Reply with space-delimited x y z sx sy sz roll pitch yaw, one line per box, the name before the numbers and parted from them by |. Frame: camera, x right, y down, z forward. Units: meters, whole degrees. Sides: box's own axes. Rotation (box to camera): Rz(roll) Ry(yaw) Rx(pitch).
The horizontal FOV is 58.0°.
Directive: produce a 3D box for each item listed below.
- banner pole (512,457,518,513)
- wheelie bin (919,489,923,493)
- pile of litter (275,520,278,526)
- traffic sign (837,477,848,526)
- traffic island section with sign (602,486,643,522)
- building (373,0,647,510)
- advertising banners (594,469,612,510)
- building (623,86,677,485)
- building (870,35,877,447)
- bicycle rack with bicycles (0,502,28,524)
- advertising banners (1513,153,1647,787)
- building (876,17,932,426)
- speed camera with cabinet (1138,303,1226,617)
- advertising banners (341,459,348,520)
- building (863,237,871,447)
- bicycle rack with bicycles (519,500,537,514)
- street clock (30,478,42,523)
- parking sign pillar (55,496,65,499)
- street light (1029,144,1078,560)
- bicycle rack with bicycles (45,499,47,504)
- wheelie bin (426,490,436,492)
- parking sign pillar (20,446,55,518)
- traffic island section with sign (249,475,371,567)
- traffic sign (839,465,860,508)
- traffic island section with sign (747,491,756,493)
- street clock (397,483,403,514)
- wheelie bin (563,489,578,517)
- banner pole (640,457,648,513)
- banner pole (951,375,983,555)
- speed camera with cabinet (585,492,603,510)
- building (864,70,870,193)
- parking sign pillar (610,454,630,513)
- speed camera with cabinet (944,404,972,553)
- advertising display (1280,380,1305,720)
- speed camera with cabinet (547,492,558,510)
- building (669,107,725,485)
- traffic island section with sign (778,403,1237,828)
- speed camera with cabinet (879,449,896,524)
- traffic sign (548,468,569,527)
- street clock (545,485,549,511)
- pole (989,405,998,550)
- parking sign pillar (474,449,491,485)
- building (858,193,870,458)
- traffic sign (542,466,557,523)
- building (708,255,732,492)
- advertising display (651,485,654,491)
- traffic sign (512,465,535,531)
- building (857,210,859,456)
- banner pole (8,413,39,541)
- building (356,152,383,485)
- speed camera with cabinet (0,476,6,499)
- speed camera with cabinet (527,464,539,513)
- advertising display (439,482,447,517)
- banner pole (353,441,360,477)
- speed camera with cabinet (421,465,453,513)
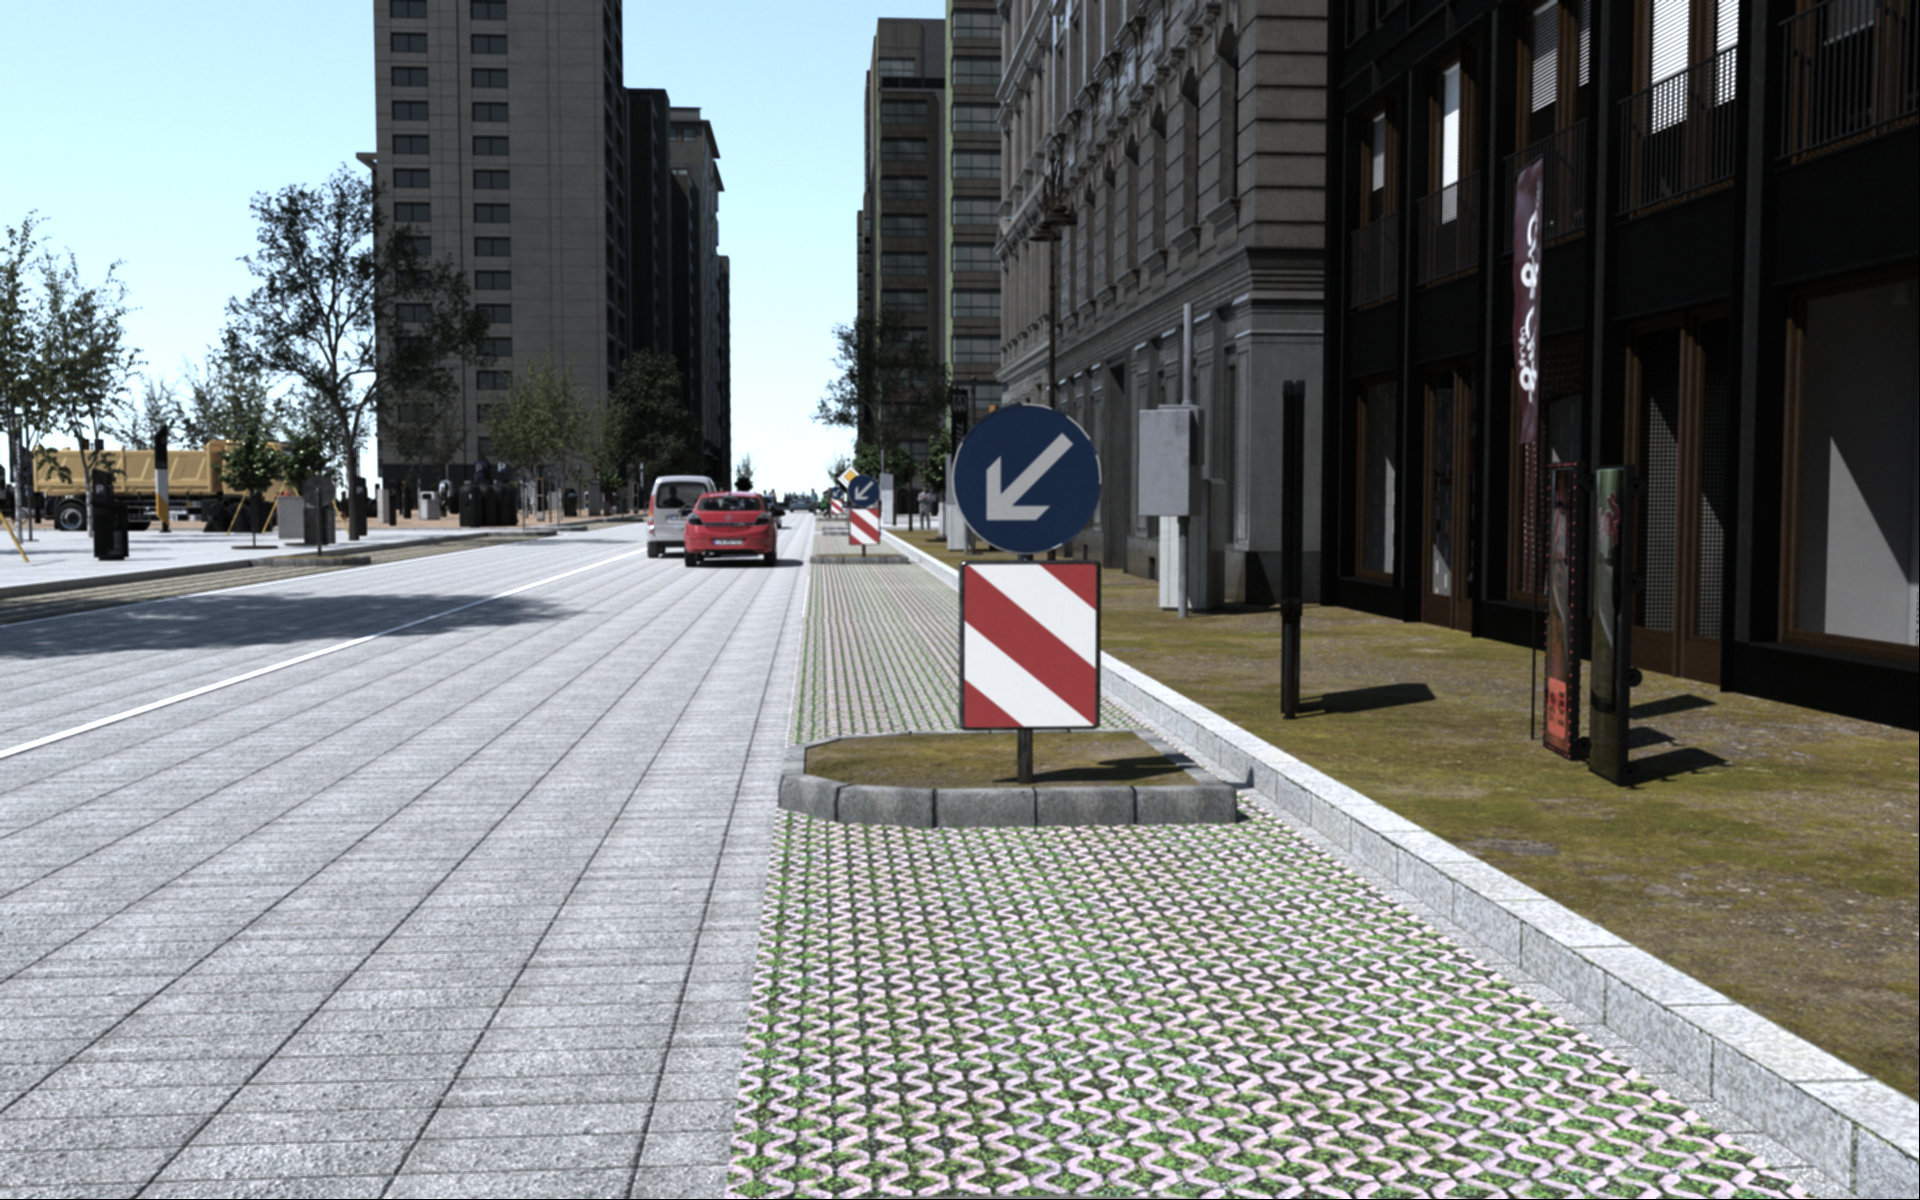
banner pole | -29.624 -7.666 115.349 0.401 3.779 0.863 1 4 16
wheelie bin | -2.559 -6.399 112.536 0.980 1.594 0.693 0 4 7
pile of litter | -28.729 -3.737 75.068 1.719 0.858 1.176 -2 4 -28
traffic sign | -4.463 -3.966 68.489 0.795 2.450 0.064 0 4 -5
traffic island section with sign | -17.505 -4.973 89.944 1.989 1.847 2.006 0 4 -5
building | -37.868 -43.571 150.640 20.563 71.187 20.611 0 4 -5
advertising banners | -24.657 -7.671 121.612 2.074 3.025 0.090 -1 4 -21
building | -35.811 -29.702 169.227 14.154 41.232 14.086 0 4 -5
building | -1.586 -31.666 167.848 14.600 45.320 14.200 0 4 -5
bicycle rack with bicycles | -41.259 -3.634 72.794 2.925 0.926 2.852 1 4 9
advertising banners | 2.962 -0.749 8.436 0.090 3.025 2.074 0 4 4
building | -0.423 -28.731 153.345 14.154 41.232 14.086 0 4 -5
speed camera with cabinet | 2.424 -1.496 18.794 0.660 3.252 2.038 1 4 19
advertising banners | -30.664 -5.511 86.292 0.090 3.025 2.074 -2 4 -27
building | -3.975 -25.982 196.502 14.160 30.474 14.107 0 4 -5
bicycle rack with bicycles | -27.582 -5.855 109.113 2.852 0.926 2.925 -2 4 -24
street clock | -40.290 -4.345 75.618 0.358 2.002 0.471 3 4 39
parking sign pillar | -65.379 -8.358 125.132 1.447 3.967 1.447 1 4 10
street light | 1.244 -3.095 23.398 0.468 5.910 1.993 0 4 -5
bicycle rack with bicycles | -62.885 -6.472 119.192 2.852 0.926 2.925 -3 4 -39
wheelie bin | -37.354 -7.003 122.405 0.980 1.594 0.693 -1 4 -10
parking sign pillar | -49.172 -6.305 91.560 1.447 3.967 1.447 0 4 1
traffic island section with sign | -13.048 -1.612 34.978 1.989 1.847 2.006 0 4 -5
traffic sign | -3.816 -3.479 60.530 0.795 2.450 0.064 0 4 -5
traffic island section with sign | -32.696 -16.386 276.535 1.989 1.847 2.006 0 4 -5
street clock | -35.174 -6.384 108.948 0.471 2.002 0.358 -1 4 -15
wheelie bin | -22.124 -5.526 98.263 0.980 1.594 0.693 2 4 30
banner pole | -21.598 -7.827 117.994 0.401 3.779 0.863 -3 5 -40
banner pole | 0.114 -2.842 36.481 0.863 3.779 0.401 -3 5 -41
speed camera with cabinet | -29.915 -8.992 141.354 0.660 3.252 2.038 -3 5 -40
building | -7.784 -52.226 292.138 20.563 71.187 20.611 0 4 -5
parking sign pillar | -23.047 -7.868 117.108 1.447 3.967 1.447 1 4 20
speed camera with cabinet | -0.015 -2.711 38.668 0.660 3.252 2.038 0 4 2
advertising display | 1.963 -0.308 10.244 0.123 1.923 0.974 1 4 11
speed camera with cabinet | -33.198 -8.841 138.881 2.038 3.252 0.660 -2 4 -30
building | -47.995 -39.748 239.123 28.713 52.752 27.495 0 4 -5
traffic island section with sign | 0.129 0.017 8.343 1.989 1.847 2.006 0 4 -5
speed camera with cabinet | -3.158 -4.998 76.056 0.660 3.252 2.038 0 4 -6
traffic sign | -15.672 -3.912 67.601 0.795 2.450 0.064 0 4 -5
street clock | -32.110 -7.943 134.445 0.358 2.002 0.471 2 4 30
pole | 0.775 -2.807 39.742 0.158 3.312 0.155 0 3 0
parking sign pillar | -28.300 -6.983 102.641 1.447 3.967 1.447 -3 5 -42
building | -6.263 -33.881 237.551 14.154 41.232 14.086 0 4 -5
traffic sign | -18.364 -4.740 77.610 0.768 2.556 0.104 0 4 3
building | -45.538 -36.968 288.027 14.154 41.232 14.086 0 4 -5
advertising display | -22.506 -7.521 128.186 0.123 1.923 0.974 2 4 29
traffic sign | -15.025 -3.425 59.642 0.795 2.450 0.064 0 4 -5
building | -7.937 -34.736 251.521 14.154 41.232 14.086 0 4 -5
banner pole | -25.578 -3.498 47.205 0.863 3.779 0.401 1 4 15
building | -45.876 -30.341 187.949 32.217 40.220 23.993 0 4 -5
speed camera with cabinet | -45.292 -5.298 80.962 0.660 3.252 2.038 -1 4 -9
speed camera with cabinet | -28.162 -7.343 114.388 0.660 3.252 2.038 0 4 -7
advertising display | -28.857 -5.596 96.712 0.123 1.923 0.974 -3 4 -36
banner pole | -28.493 -5.619 81.880 0.401 3.779 0.863 0 4 4
speed camera with cabinet | -34.981 -7.425 115.739 2.038 3.252 0.660 0 4 6
